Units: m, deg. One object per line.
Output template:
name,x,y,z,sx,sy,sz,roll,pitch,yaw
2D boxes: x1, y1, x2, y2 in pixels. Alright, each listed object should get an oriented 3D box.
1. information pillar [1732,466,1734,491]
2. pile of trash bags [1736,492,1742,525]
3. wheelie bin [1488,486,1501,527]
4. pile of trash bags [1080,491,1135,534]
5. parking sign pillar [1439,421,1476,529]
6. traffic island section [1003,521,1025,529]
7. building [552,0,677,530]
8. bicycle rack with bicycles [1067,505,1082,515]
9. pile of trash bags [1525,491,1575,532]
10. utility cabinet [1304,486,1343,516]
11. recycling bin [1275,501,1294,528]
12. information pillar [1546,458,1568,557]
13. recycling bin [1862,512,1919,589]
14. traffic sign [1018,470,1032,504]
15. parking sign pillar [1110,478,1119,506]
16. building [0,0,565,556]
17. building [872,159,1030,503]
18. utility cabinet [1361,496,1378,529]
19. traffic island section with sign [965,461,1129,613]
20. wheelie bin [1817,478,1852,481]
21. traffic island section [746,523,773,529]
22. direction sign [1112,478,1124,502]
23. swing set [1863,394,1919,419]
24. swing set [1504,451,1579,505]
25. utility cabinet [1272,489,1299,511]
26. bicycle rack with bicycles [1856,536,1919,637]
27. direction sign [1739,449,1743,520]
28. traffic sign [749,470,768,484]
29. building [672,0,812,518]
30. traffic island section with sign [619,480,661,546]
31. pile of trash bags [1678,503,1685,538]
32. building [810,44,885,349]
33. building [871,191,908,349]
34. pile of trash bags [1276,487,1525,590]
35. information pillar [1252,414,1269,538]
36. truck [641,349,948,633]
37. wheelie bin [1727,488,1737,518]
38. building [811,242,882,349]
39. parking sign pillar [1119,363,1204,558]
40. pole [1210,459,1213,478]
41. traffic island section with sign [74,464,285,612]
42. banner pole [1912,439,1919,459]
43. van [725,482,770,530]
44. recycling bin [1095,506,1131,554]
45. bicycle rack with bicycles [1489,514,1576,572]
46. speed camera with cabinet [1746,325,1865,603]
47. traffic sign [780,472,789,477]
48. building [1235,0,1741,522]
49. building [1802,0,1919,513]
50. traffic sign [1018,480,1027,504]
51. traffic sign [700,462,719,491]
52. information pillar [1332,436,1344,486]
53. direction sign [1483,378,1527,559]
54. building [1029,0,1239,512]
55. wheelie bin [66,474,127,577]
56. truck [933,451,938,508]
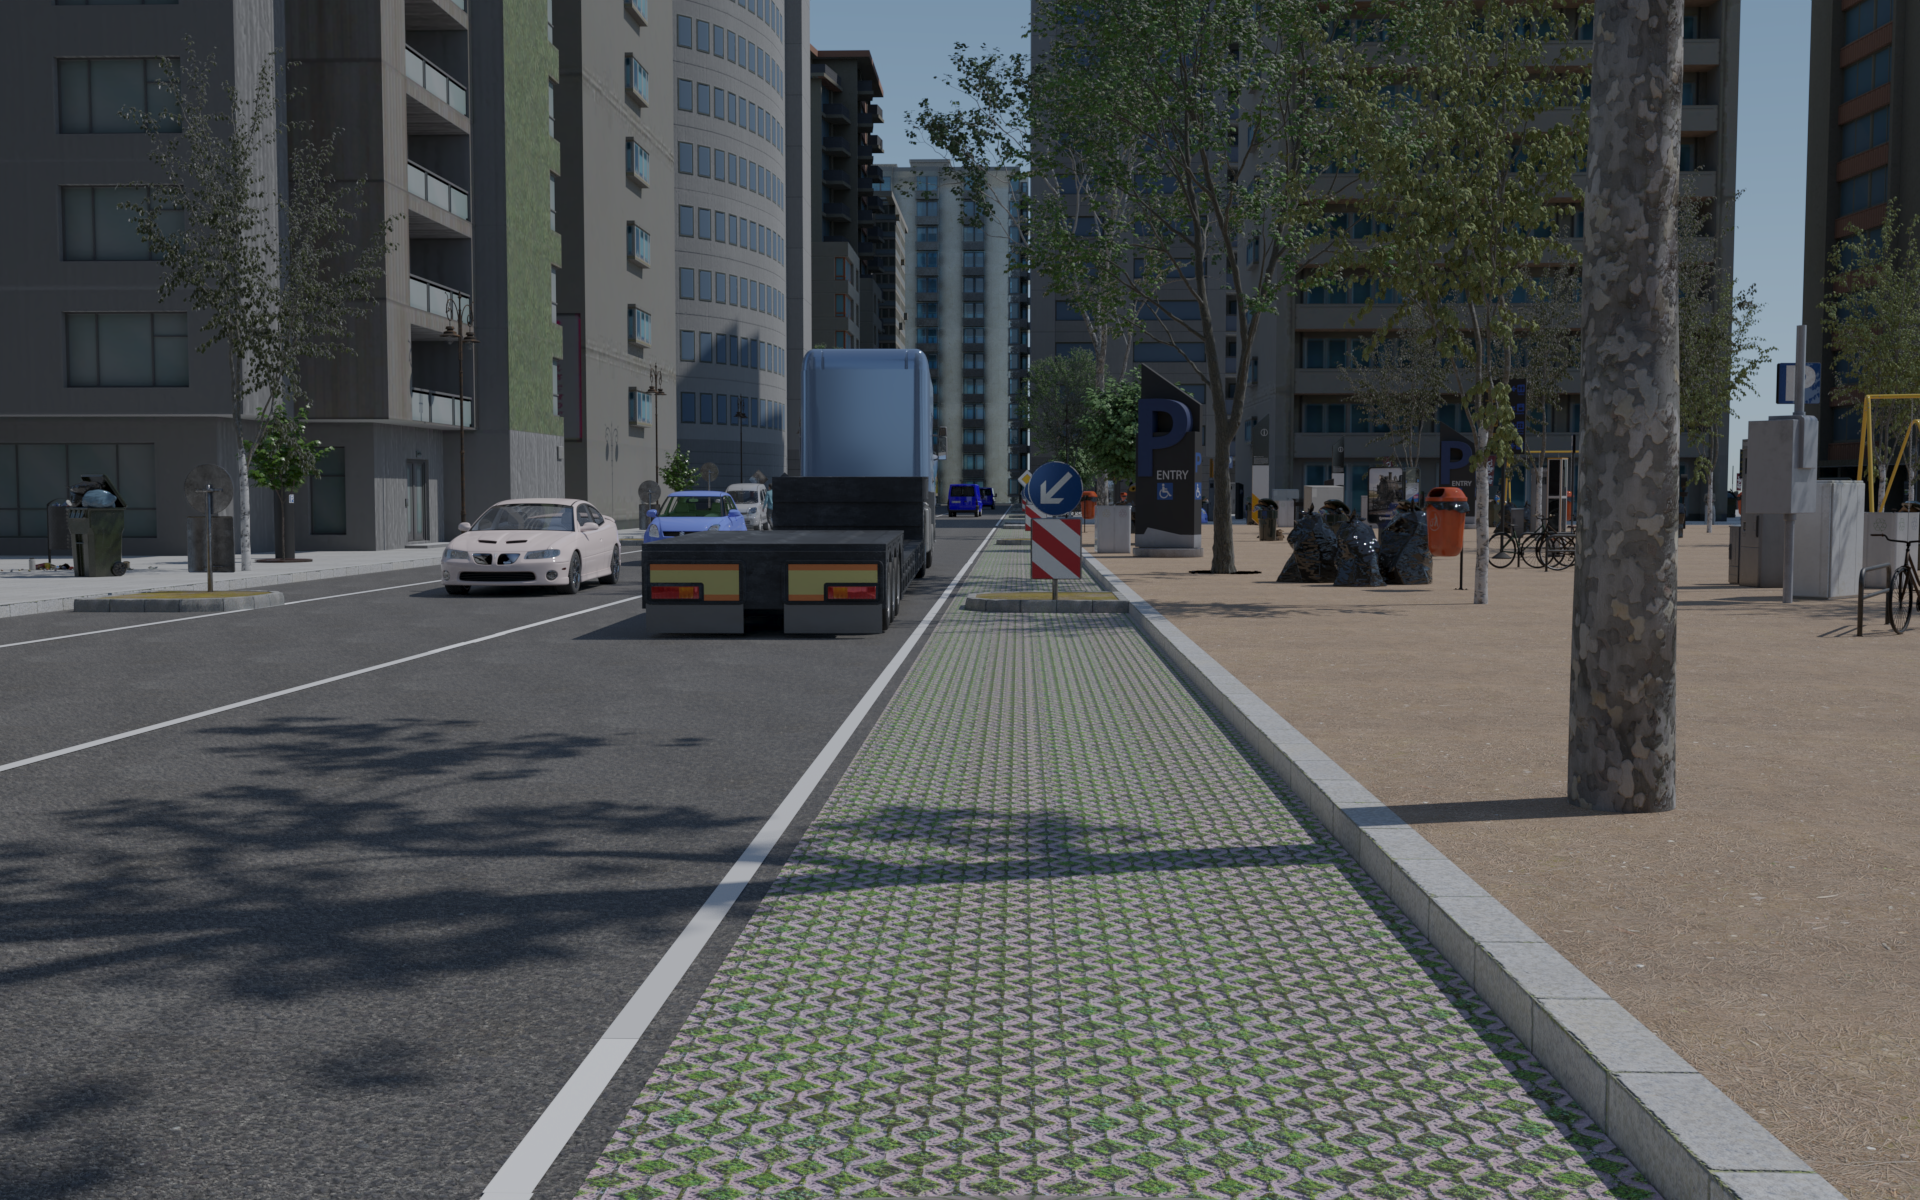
information pillar,63.766,-9.273,142.972,0.183,3.616,0.504,1,4,22
pile of trash bags,31.411,-3.462,66.349,1.912,1.369,3.447,-3,4,-37
wheelie bin,20.464,-3.603,66.819,0.693,1.594,0.980,-3,5,-40
pile of trash bags,5.430,-2.873,56.729,3.447,1.369,1.912,2,4,33
parking sign pillar,18.258,-4.593,63.572,1.447,3.967,1.447,1,4,18
traffic island section,3.061,-3.485,79.256,2.009,0.180,2.903,0,4,2
building,-22.667,-26.723,60.622,21.600,48.544,21.300,0,4,2
bicycle rack with bicycles,7.098,-5.754,107.455,2.852,0.926,2.925,-2,4,-27
pile of trash bags,18.736,-2.818,55.820,1.912,1.369,3.447,-1,4,-13
utility cabinet,9.620,-2.270,45.800,1.173,1.500,0.318,-2,4,-34
recycling bin,12.521,-3.314,66.746,0.722,1.027,0.722,0,4,-5
information pillar,12.164,-1.885,35.304,0.304,2.012,0.304,3,5,42
recycling bin,12.615,-0.685,23.751,0.722,1.027,0.722,-3,4,-37
traffic sign,2.761,-4.132,71.199,0.795,2.450,0.064,0,4,2
parking sign pillar,9.856,-7.655,113.635,1.447,3.967,1.447,-1,4,-16
building,-18.320,-21.844,40.737,14.154,41.232,14.086,0,4,2
building,-4.278,-38.570,250.220,30.456,49.044,23.786,0,4,2
utility cabinet,15.473,-3.266,64.563,1.020,1.237,0.306,1,4,14
traffic island section with sign,1.074,-0.797,21.667,1.989,1.847,2.006,0,4,2
wheelie bin,17.105,-1.588,33.876,0.693,1.594,0.980,-3,4,-38
traffic island section,-8.349,-3.020,71.663,2.009,0.180,2.903,0,4,2
direction sign,10.072,-7.264,110.764,0.876,3.537,0.379,3,4,36
swing set,15.752,-1.789,26.875,3.119,2.851,2.862,1,4,21
swing set,21.287,-4.002,63.046,3.119,2.851,2.862,1,4,13
utility cabinet,14.714,-4.260,78.335,1.173,1.500,0.318,0,4,-4
bicycle rack with bicycles,9.525,-0.149,15.818,2.852,0.926,2.925,3,4,36
direction sign,39.544,-5.827,87.271,0.876,3.537,0.379,-2,4,-30
traffic sign,-8.326,-4.156,71.600,0.795,2.450,0.064,0,4,2
building,-20.209,-33.704,93.055,21.231,58.520,28.212,0,4,2
traffic island section with sign,-8.808,-2.460,48.855,1.989,1.847,2.006,0,4,2
pile of trash bags,20.119,-2.493,50.507,1.912,1.369,3.447,1,4,19
building,-18.981,-31.480,169.319,22.147,44.769,28.867,0,4,2
building,-18.719,-31.912,213.638,23.993,40.220,32.217,0,4,2
pile of trash bags,5.986,-0.895,24.387,1.912,1.369,3.447,-1,4,-21
information pillar,8.741,-3.605,50.300,0.504,3.616,0.183,0,4,-3
truck,-1.831,-2.239,26.370,2.967,4.110,18.799,0,4,1
wheelie bin,41.949,-5.286,94.340,0.693,1.594,0.980,2,4,23
building,-20.979,-17.662,133.808,27.650,21.520,28.899,0,4,2
parking sign pillar,4.260,-2.867,35.351,1.447,3.967,1.447,2,4,29
pole,15.574,-6.927,107.097,0.158,3.312,0.155,0,3,0
traffic island section with sign,-9.738,-0.813,21.916,1.989,1.847,2.006,0,4,2
banner pole,43.450,-5.433,78.846,0.401,3.779,0.863,1,4,9
van,-8.381,-3.679,67.170,2.013,2.044,4.112,0,4,1
recycling bin,3.319,-1.538,37.692,0.722,1.027,0.722,0,4,-1
bicycle rack with bicycles,10.453,-0.987,29.515,2.925,0.926,2.852,0,4,5
speed camera with cabinet,10.252,-1.629,20.965,2.038,3.252,0.660,-3,5,-41
traffic sign,-8.050,-4.645,79.581,0.795,2.450,0.064,0,4,2
building,25.657,-28.539,90.321,21.600,48.544,21.300,0,4,2
building,58.859,-26.565,88.958,28.867,44.769,22.147,0,4,2
traffic sign,3.037,-4.620,79.179,0.795,2.450,0.064,0,4,2
traffic sign,-10.104,-4.261,69.771,0.768,2.556,0.104,0,4,8
information pillar,15.163,-4.776,69.436,0.504,3.616,0.183,0,4,-6
direction sign,10.748,-2.585,34.262,0.876,3.537,0.379,3,5,41
building,16.083,-36.430,137.624,21.231,58.520,28.212,0,4,2
wheelie bin,-13.403,-1.161,26.887,0.980,1.594,0.693,2,4,31
truck,-3.018,-7.508,111.666,2.839,4.237,11.283,0,4,3
